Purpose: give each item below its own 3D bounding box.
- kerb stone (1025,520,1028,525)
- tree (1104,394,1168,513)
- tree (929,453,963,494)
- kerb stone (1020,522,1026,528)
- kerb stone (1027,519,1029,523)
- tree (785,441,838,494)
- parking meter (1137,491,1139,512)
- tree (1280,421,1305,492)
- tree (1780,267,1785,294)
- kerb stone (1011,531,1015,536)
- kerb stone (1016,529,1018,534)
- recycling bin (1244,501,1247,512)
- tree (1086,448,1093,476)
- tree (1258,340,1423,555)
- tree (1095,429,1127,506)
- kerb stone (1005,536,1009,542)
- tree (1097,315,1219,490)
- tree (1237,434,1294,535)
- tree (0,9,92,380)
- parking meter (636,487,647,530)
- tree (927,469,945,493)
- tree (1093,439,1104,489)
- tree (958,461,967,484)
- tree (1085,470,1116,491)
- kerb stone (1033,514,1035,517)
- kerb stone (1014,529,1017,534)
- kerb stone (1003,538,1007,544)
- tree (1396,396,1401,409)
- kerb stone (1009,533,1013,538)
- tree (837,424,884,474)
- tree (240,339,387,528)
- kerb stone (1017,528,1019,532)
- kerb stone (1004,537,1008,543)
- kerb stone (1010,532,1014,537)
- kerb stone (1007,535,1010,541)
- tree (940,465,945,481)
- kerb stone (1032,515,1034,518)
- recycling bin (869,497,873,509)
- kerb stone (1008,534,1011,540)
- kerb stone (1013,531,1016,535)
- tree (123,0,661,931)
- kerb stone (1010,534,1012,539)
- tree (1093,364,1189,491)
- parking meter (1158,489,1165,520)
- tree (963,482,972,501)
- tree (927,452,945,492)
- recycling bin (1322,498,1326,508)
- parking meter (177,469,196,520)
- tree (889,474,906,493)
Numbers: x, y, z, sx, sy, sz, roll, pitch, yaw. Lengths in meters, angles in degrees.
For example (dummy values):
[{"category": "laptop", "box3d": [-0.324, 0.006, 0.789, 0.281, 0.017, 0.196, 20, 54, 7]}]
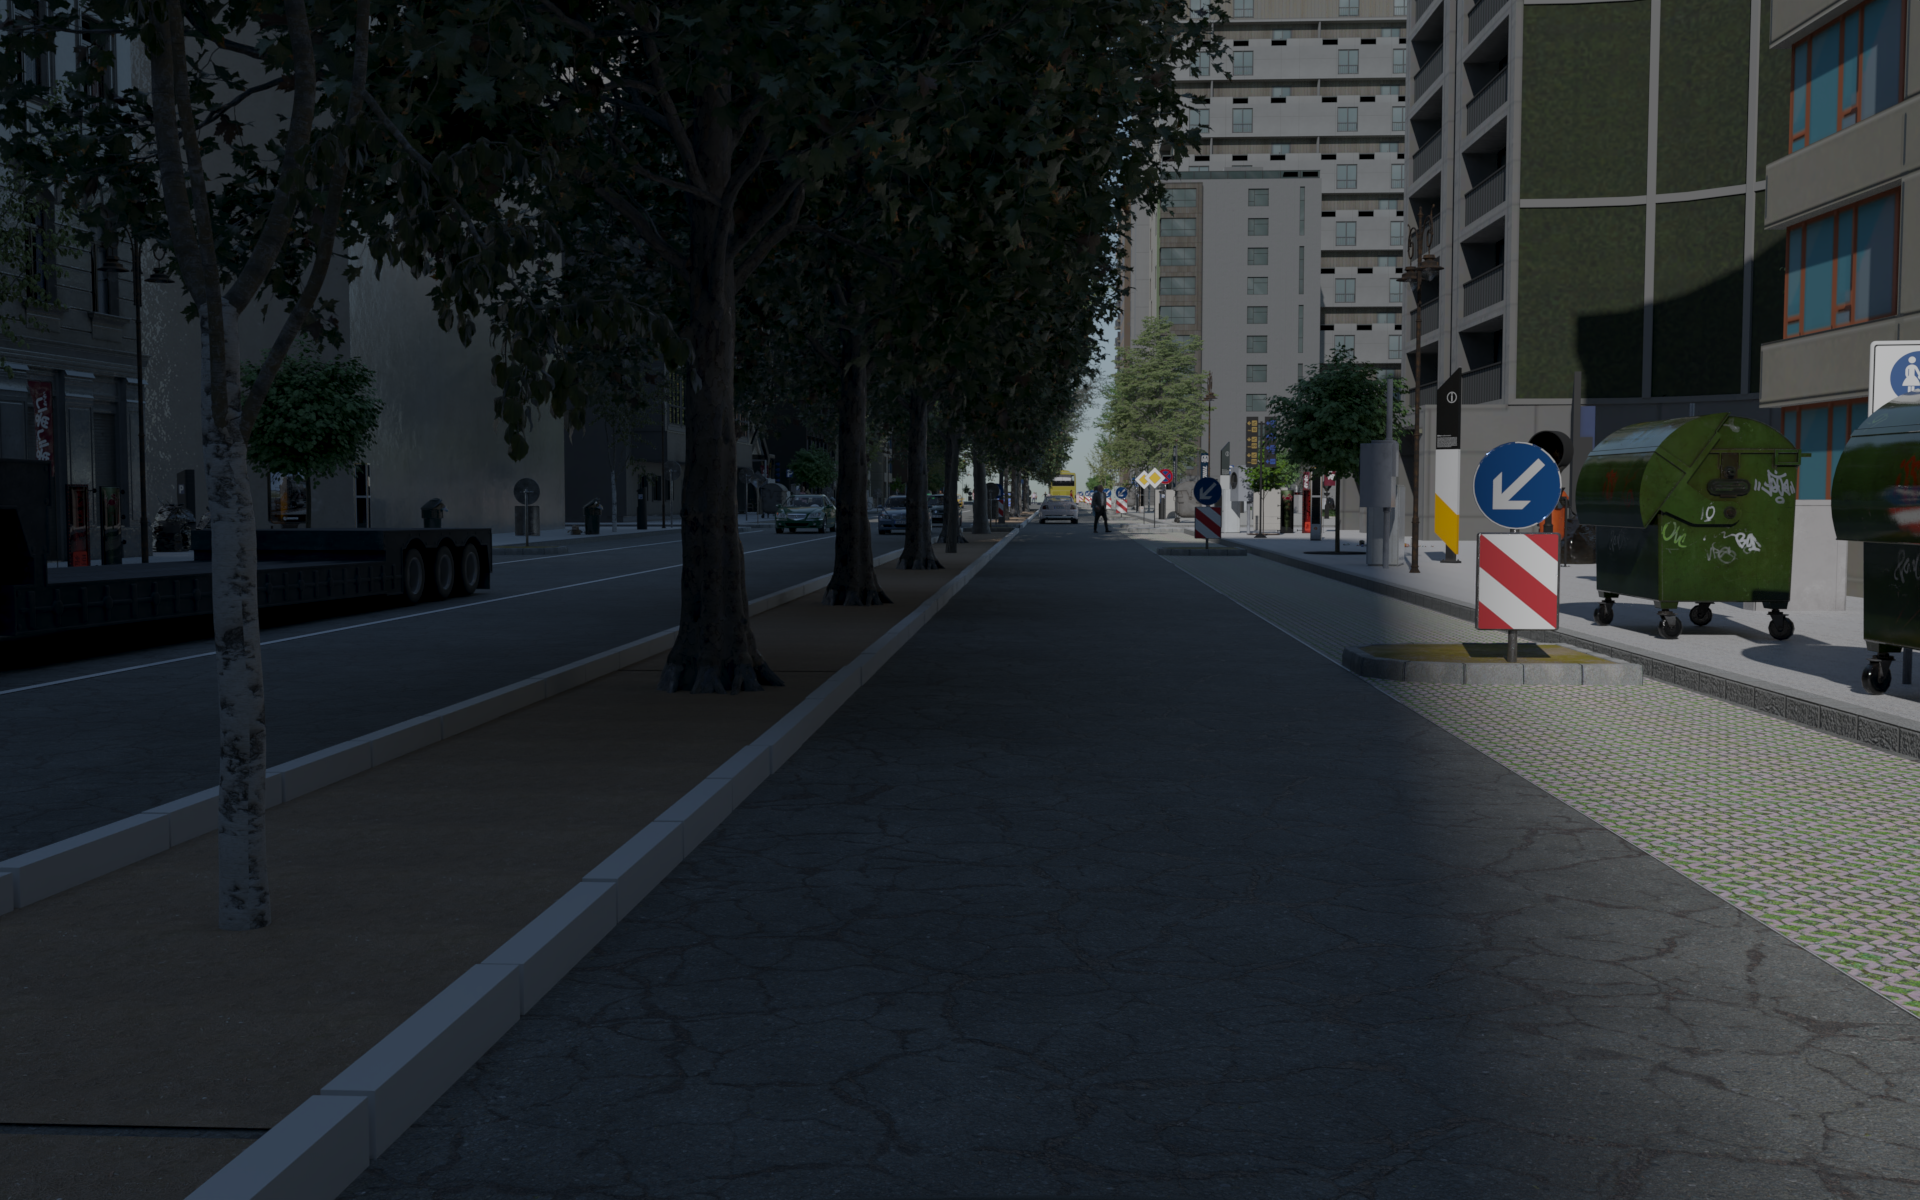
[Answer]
[{"category": "kerb stone", "box3d": [2.901, -3.445, 78.529, 0.120, 0.150, 1.000, 0, 4, 3]}, {"category": "tree", "box3d": [12.803, -10.261, 118.133, 4.737, 8.622, 4.395, 0, 3, 0]}, {"category": "tree", "box3d": [-2.406, -18.865, 226.575, 7.486, 12.596, 7.792, 0, 3, 0]}, {"category": "kerb stone", "box3d": [2.616, -3.132, 73.411, 0.120, 0.150, 1.000, 0, 4, 3]}, {"category": "kerb stone", "box3d": [3.015, -3.570, 80.570, 0.120, 0.150, 1.000, 0, 4, 3]}, {"category": "tree", "box3d": [-9.134, -7.580, 107.654, 4.285, 4.588, 4.351, 0, 3, 0]}, {"category": "parking meter", "box3d": [13.120, -7.252, 126.979, 0.372, 1.533, 0.369, 0, 3, 0]}, {"category": "tree", "box3d": [28.439, -11.902, 144.958, 4.360, 8.622, 3.978, 0, 3, 0]}, {"category": "tree", "box3d": [17.716, -4.992, 31.981, 4.737, 8.622, 4.395, 0, 3, 0]}, {"category": "kerb stone", "box3d": [1.607, -2.029, 55.473, 0.120, 0.150, 1.000, 0, 4, 3]}, {"category": "kerb stone", "box3d": [1.830, -2.285, 59.560, 0.120, 0.150, 1.000, 0, 4, 3]}, {"category": "recycling bin", "box3d": [20.155, -6.849, 124.538, 0.722, 1.027, 0.722, -1, 4, -16]}, {"category": "tree", "box3d": [14.589, -12.735, 158.575, 4.737, 8.622, 4.395, 0, 3, 0]}, {"category": "tree", "box3d": [8.196, -3.264, 37.078, 4.285, 4.588, 4.351, 0, 3, 0]}, {"category": "tree", "box3d": [16.134, -14.086, 180.665, 4.360, 8.622, 3.978, 0, 3, 0]}, {"category": "kerb stone", "box3d": [1.258, -1.660, 49.330, 0.120, 0.150, 1.000, 0, 4, 3]}, {"category": "tree", "box3d": [12.666, -11.771, 110.575, 7.486, 12.596, 7.792, 0, 3, 0]}, {"category": "tree", "box3d": [9.490, -3.633, 54.006, 1.663, 3.219, 1.824, 0, 3, 0]}, {"category": "tree", "box3d": [-13.996, -4.453, 23.165, 4.737, 8.622, 4.395, 0, 3, 0]}, {"category": "parking meter", "box3d": [-11.469, -3.304, 62.439, 0.372, 1.533, 0.369, 0, 3, 0]}, {"category": "tree", "box3d": [-3.510, -14.010, 212.775, 4.285, 4.588, 4.351, 0, 3, 0]}, {"category": "tree", "box3d": [14.796, -12.039, 147.199, 4.737, 8.622, 4.395, 0, 3, 0]}, {"category": "tree", "box3d": [-0.856, -19.062, 262.024, 4.737, 8.622, 4.395, 0, 3, 0]}, {"category": "tree", "box3d": [20.885, -17.061, 262.656, 4.285, 4.588, 4.351, 0, 3, 0]}, {"category": "kerb stone", "box3d": [4.062, -4.696, 98.976, 0.120, 0.150, 1.000, 0, 4, 3]}, {"category": "kerb stone", "box3d": [1.778, -2.223, 58.535, 0.120, 0.150, 1.000, 0, 4, 3]}, {"category": "kerb stone", "box3d": [1.144, -1.530, 47.271, 0.120, 0.150, 1.000, 0, 4, 3]}, {"category": "tree", "box3d": [32.282, -10.764, 126.347, 4.360, 8.622, 3.978, 0, 3, 0]}, {"category": "kerb stone", "box3d": [1.493, -1.910, 53.425, 0.120, 0.150, 1.000, 0, 4, 3]}, {"category": "tree", "box3d": [-7.729, -11.144, 132.568, 4.737, 8.622, 4.395, 0, 3, 0]}, {"category": "tree", "box3d": [-13.251, -3.134, 34.947, 4.285, 4.588, 4.351, 0, 3, 0]}, {"category": "kerb stone", "box3d": [1.952, -2.411, 61.612, 0.120, 0.150, 1.000, 0, 4, 3]}, {"category": "kerb stone", "box3d": [1.198, -1.595, 48.303, 0.120, 0.150, 1.000, 0, 4, 3]}, {"category": "kerb stone", "box3d": [1.547, -1.973, 54.446, 0.120, 0.150, 1.000, 0, 4, 3]}, {"category": "kerb stone", "box3d": [1.311, -1.722, 50.354, 0.120, 0.150, 1.000, 0, 4, 3]}, {"category": "tree", "box3d": [-2.059, -18.087, 246.081, 4.360, 8.622, 3.978, 0, 3, 0]}, {"category": "kerb stone", "box3d": [3.889, -4.508, 95.907, 0.120, 0.150, 1.000, 0, 4, 3]}, {"category": "recycling bin", "box3d": [-7.844, -8.170, 146.131, 0.722, 1.027, 0.722, -3, 4, -36]}, {"category": "kerb stone", "box3d": [1.376, -1.785, 51.377, 0.120, 0.150, 1.000, 0, 4, 3]}, {"category": "kerb stone", "box3d": [1.662, -2.096, 56.494, 0.120, 0.150, 1.000, 0, 4, 3]}, {"category": "tree", "box3d": [-2.360, -3.205, 5.222, 4.360, 8.622, 3.978, 0, 3, 0]}, {"category": "kerb stone", "box3d": [1.431, -1.848, 52.405, 0.120, 0.150, 1.000, 0, 4, 3]}, {"category": "tree", "box3d": [14.146, -12.883, 136.388, 9.928, 11.665, 9.643, 0, 3, 0]}, {"category": "parking meter", "box3d": [10.207, -4.830, 87.384, 0.372, 1.533, 0.369, 0, 3, 0]}, {"category": "tree", "box3d": [1.067, -17.758, 284.946, 1.663, 3.219, 1.824, 0, 3, 0]}, {"category": "tree", "box3d": [-3.805, -15.045, 196.344, 4.737, 8.622, 4.395, 0, 3, 0]}, {"category": "recycling bin", "box3d": [22.065, -5.716, 106.009, 0.722, 1.027, 0.722, 0, 4, 1]}, {"category": "parking meter", "box3d": [-18.409, -2.171, 41.215, 0.399, 1.863, 0.255, 2, 4, 32]}, {"category": "tree", "box3d": [-5.812, -10.334, 163.564, 1.663, 3.219, 1.824, 0, 3, 0]}]
